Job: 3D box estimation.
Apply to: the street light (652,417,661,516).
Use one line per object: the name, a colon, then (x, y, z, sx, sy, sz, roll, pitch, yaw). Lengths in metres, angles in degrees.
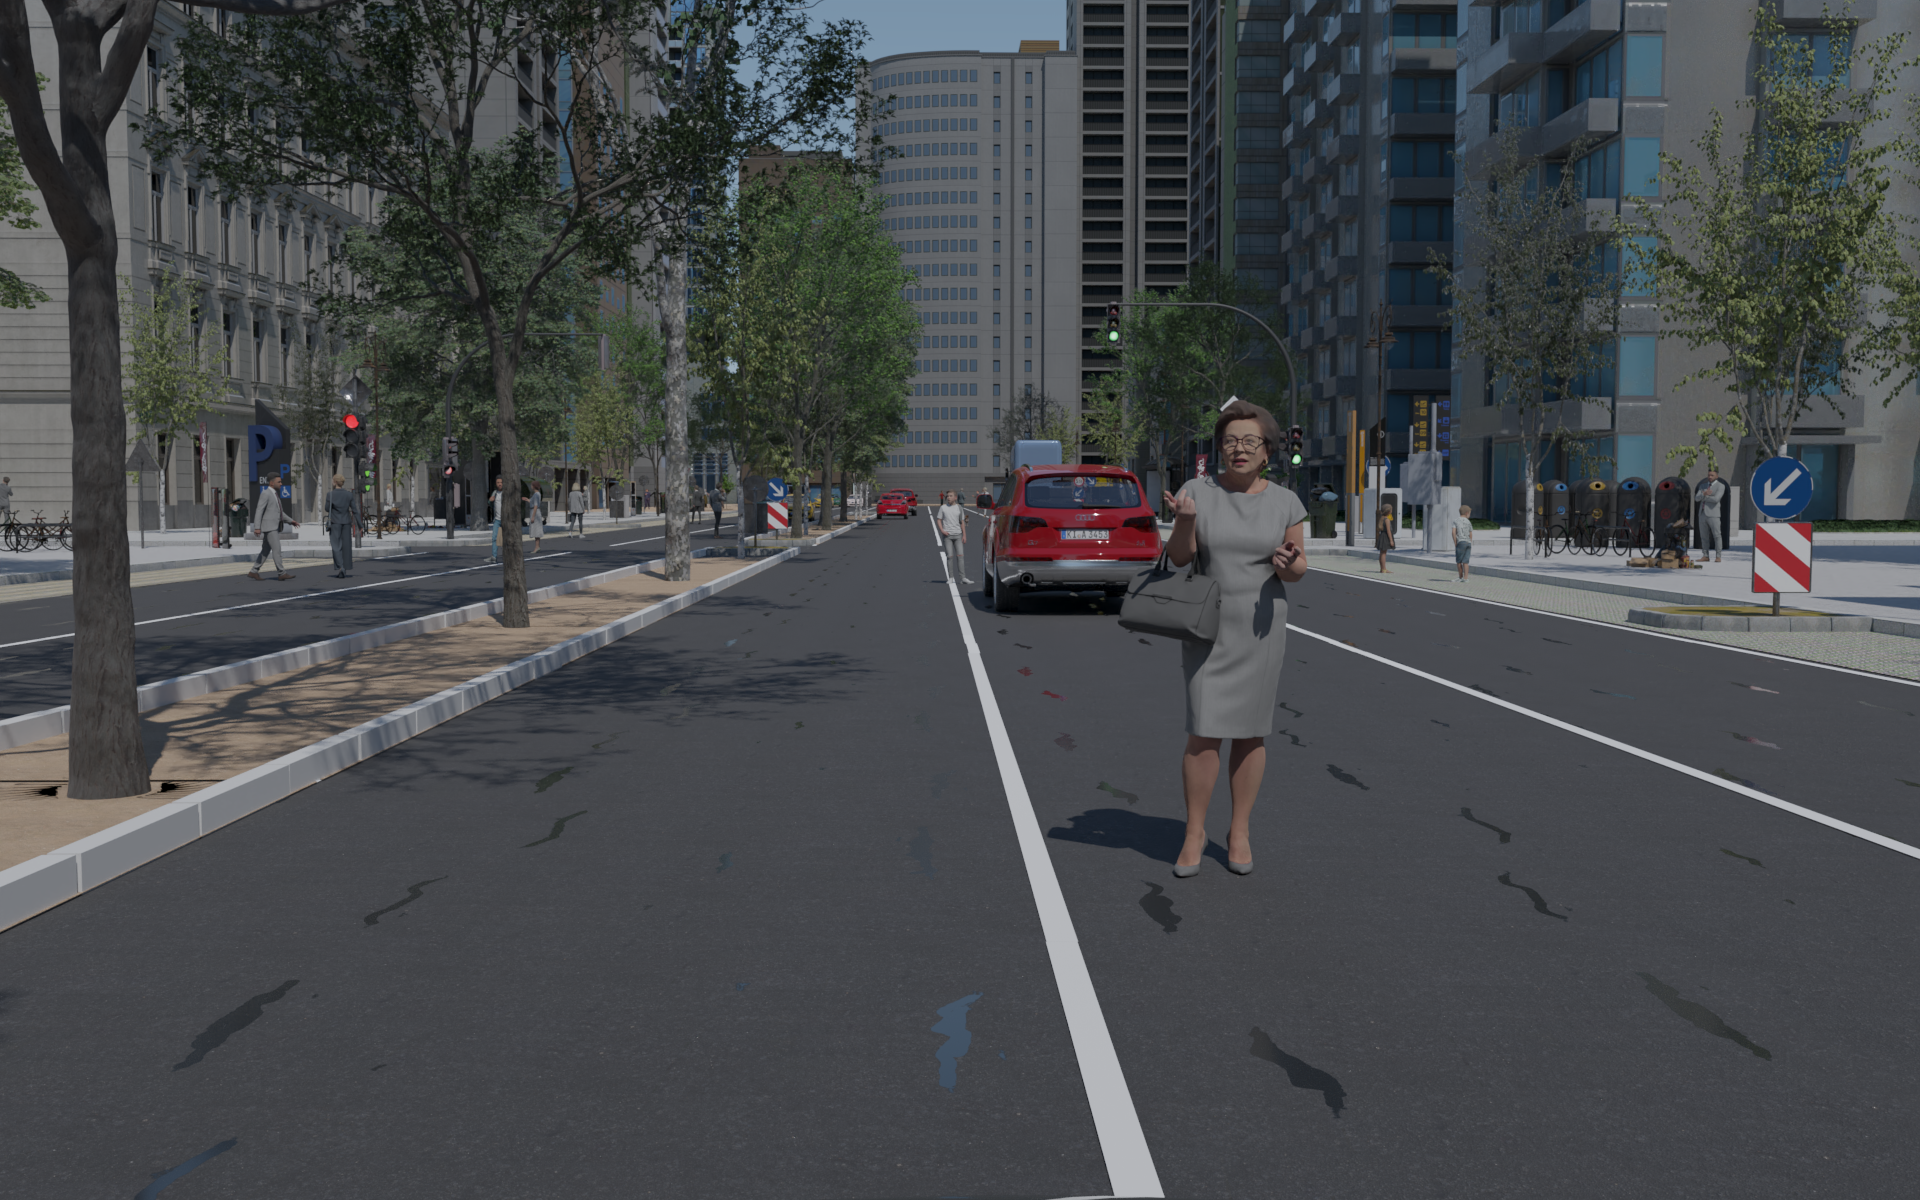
street light: (-17.475, -7.787, 100.106, 0.468, 5.910, 1.993, 0, 4, -1)

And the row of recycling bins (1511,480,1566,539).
row of recycling bins: (17.757, -2.663, 50.651, 3.534, 1.692, 1.069, -1, 4, -14)

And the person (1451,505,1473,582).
person: (8.093, -0.903, 27.951, 0.332, 1.250, 0.352, 2, 4, 31)

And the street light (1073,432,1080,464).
street light: (8.324, -9.209, 123.351, 0.468, 5.910, 1.993, 0, 4, -1)

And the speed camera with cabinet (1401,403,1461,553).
speed camera with cabinet: (10.540, -2.698, 38.456, 0.660, 3.252, 2.038, 2, 4, 33)

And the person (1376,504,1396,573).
person: (7.704, -1.107, 31.271, 0.373, 1.253, 0.362, 0, 4, -1)

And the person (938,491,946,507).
person: (-2.007, -11.395, 194.746, 0.705, 1.831, 1.348, 3, 5, 41)

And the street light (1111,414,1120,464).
street light: (8.772, -7.649, 97.845, 0.468, 5.910, 1.993, 0, 4, -1)

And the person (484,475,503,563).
person: (-9.359, -1.653, 35.512, 0.794, 1.824, 0.713, 3, 5, 41)

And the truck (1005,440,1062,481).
truck: (4.171, -5.563, 80.706, 2.967, 4.110, 18.799, 0, 4, -3)

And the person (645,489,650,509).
person: (-26.133, -8.409, 144.451, 0.541, 1.710, 0.530, 0, 4, 2)

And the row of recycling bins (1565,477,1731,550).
row of recycling bins: (16.405, -2.080, 41.116, 3.534, 1.692, 1.069, 2, 4, 34)

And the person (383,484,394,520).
person: (-27.988, -4.797, 84.834, 0.624, 1.780, 0.694, 0, 4, -6)

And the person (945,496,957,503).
person: (-0.703, -7.493, 131.527, 1.217, 1.766, 0.721, 3, 5, 44)

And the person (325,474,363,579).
person: (-10.526, -1.261, 29.538, 0.534, 1.772, 0.576, 2, 4, 32)

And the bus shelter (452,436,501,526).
bus shelter: (-19.985, -5.006, 73.134, 1.731, 3.624, 6.357, 0, 4, -1)

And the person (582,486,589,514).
person: (-24.088, -6.419, 111.175, 0.526, 1.800, 0.537, -2, 4, -24)

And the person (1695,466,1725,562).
person: (14.106, -1.615, 32.627, 0.511, 1.800, 0.466, 3, 5, 42)

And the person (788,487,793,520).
person: (-9.215, -5.246, 94.289, 0.388, 1.821, 0.555, 2, 4, 28)

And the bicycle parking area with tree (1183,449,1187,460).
bicycle parking area with tree: (16.869, -7.578, 110.904, 8.231, 4.147, 9.016, 0, 4, 8)

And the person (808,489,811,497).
person: (-10.778, -6.952, 122.501, 0.444, 1.785, 0.601, 1, 4, 16)

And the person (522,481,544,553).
person: (-10.372, -2.014, 42.003, 0.524, 1.755, 0.480, 0, 4, -7)

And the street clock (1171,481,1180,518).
street clock: (11.618, -5.428, 93.316, 0.471, 2.002, 0.358, 3, 5, 42)

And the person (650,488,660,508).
person: (-28.432, -9.566, 162.073, 1.348, 1.869, 0.705, 0, 4, -3)

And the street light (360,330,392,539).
street light: (-16.515, -4.667, 49.094, 0.468, 5.910, 1.993, 0, 4, -1)

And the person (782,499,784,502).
person: (-14.984, -8.420, 146.854, 1.217, 1.739, 0.721, 1, 4, 9)

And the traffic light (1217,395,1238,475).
traffic light: (7.757, -3.697, 49.362, 0.839, 4.253, 0.868, 0, 4, -1)

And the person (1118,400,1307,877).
person: (0.951, 0.145, 6.483, 0.716, 1.782, 0.532, 0, 4, 2)

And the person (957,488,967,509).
person: (0.146, -6.271, 111.214, 0.661, 1.801, 0.590, 3, 4, 38)

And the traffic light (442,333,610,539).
traffic light: (-12.310, -4.545, 48.971, 4.771, 5.953, 1.251, 0, 4, -1)

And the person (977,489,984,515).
person: (1.496, -6.764, 119.365, 0.520, 1.790, 0.573, -3, 5, -43)

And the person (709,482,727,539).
person: (-7.794, -2.880, 55.776, 0.473, 1.802, 0.592, -2, 4, -28)

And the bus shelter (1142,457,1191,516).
bus shelter: (11.538, -6.327, 97.367, 2.014, 3.302, 5.546, 0, 4, -1)

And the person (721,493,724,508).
person: (-21.184, -9.002, 153.777, 0.434, 1.755, 0.990, -3, 5, -42)

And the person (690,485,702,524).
person: (-12.569, -4.531, 82.351, 0.659, 1.850, 0.755, -3, 5, -42)

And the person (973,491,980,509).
person: (1.584, -9.430, 163.212, 0.750, 1.759, 0.617, -3, 5, -39)

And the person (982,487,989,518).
person: (1.535, -5.924, 105.229, 0.514, 1.842, 0.818, 1, 4, 20)

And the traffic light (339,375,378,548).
traffic light: (-14.236, -3.180, 40.910, 0.839, 4.253, 0.868, 0, 4, -1)

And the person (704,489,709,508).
person: (-23.844, -9.536, 162.689, 0.721, 1.736, 1.217, 1, 4, 18)

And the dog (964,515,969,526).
dog: (0.279, -3.547, 77.279, 0.540, 0.507, 0.406, 3, 5, 40)

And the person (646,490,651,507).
person: (-30.091, -9.794, 167.089, 0.541, 1.710, 0.530, 0, 4, -7)

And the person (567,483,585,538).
person: (-12.642, -2.940, 56.754, 0.709, 1.800, 0.728, 1, 4, 23)

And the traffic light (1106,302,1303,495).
traffic light: (5.831, -4.069, 41.194, 4.771, 5.953, 1.251, 0, 4, -1)

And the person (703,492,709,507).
person: (-25.193, -10.064, 171.296, 1.217, 1.736, 0.721, -1, 4, -8)

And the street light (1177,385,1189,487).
street light: (9.285, -6.089, 72.340, 0.468, 5.910, 1.993, 0, 4, -1)

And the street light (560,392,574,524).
street light: (-16.977, -6.227, 74.601, 0.468, 5.910, 1.993, 0, 4, -1)

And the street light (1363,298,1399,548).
street light: (9.940, -4.175, 41.055, 0.468, 5.910, 1.993, 0, 4, -1)

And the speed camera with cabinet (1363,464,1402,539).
speed camera with cabinet: (12.559, -3.389, 49.739, 2.038, 3.252, 0.660, -2, 4, -29)

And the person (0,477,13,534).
person: (-31.000, -3.070, 56.051, 0.655, 1.846, 0.447, -1, 4, -20)
